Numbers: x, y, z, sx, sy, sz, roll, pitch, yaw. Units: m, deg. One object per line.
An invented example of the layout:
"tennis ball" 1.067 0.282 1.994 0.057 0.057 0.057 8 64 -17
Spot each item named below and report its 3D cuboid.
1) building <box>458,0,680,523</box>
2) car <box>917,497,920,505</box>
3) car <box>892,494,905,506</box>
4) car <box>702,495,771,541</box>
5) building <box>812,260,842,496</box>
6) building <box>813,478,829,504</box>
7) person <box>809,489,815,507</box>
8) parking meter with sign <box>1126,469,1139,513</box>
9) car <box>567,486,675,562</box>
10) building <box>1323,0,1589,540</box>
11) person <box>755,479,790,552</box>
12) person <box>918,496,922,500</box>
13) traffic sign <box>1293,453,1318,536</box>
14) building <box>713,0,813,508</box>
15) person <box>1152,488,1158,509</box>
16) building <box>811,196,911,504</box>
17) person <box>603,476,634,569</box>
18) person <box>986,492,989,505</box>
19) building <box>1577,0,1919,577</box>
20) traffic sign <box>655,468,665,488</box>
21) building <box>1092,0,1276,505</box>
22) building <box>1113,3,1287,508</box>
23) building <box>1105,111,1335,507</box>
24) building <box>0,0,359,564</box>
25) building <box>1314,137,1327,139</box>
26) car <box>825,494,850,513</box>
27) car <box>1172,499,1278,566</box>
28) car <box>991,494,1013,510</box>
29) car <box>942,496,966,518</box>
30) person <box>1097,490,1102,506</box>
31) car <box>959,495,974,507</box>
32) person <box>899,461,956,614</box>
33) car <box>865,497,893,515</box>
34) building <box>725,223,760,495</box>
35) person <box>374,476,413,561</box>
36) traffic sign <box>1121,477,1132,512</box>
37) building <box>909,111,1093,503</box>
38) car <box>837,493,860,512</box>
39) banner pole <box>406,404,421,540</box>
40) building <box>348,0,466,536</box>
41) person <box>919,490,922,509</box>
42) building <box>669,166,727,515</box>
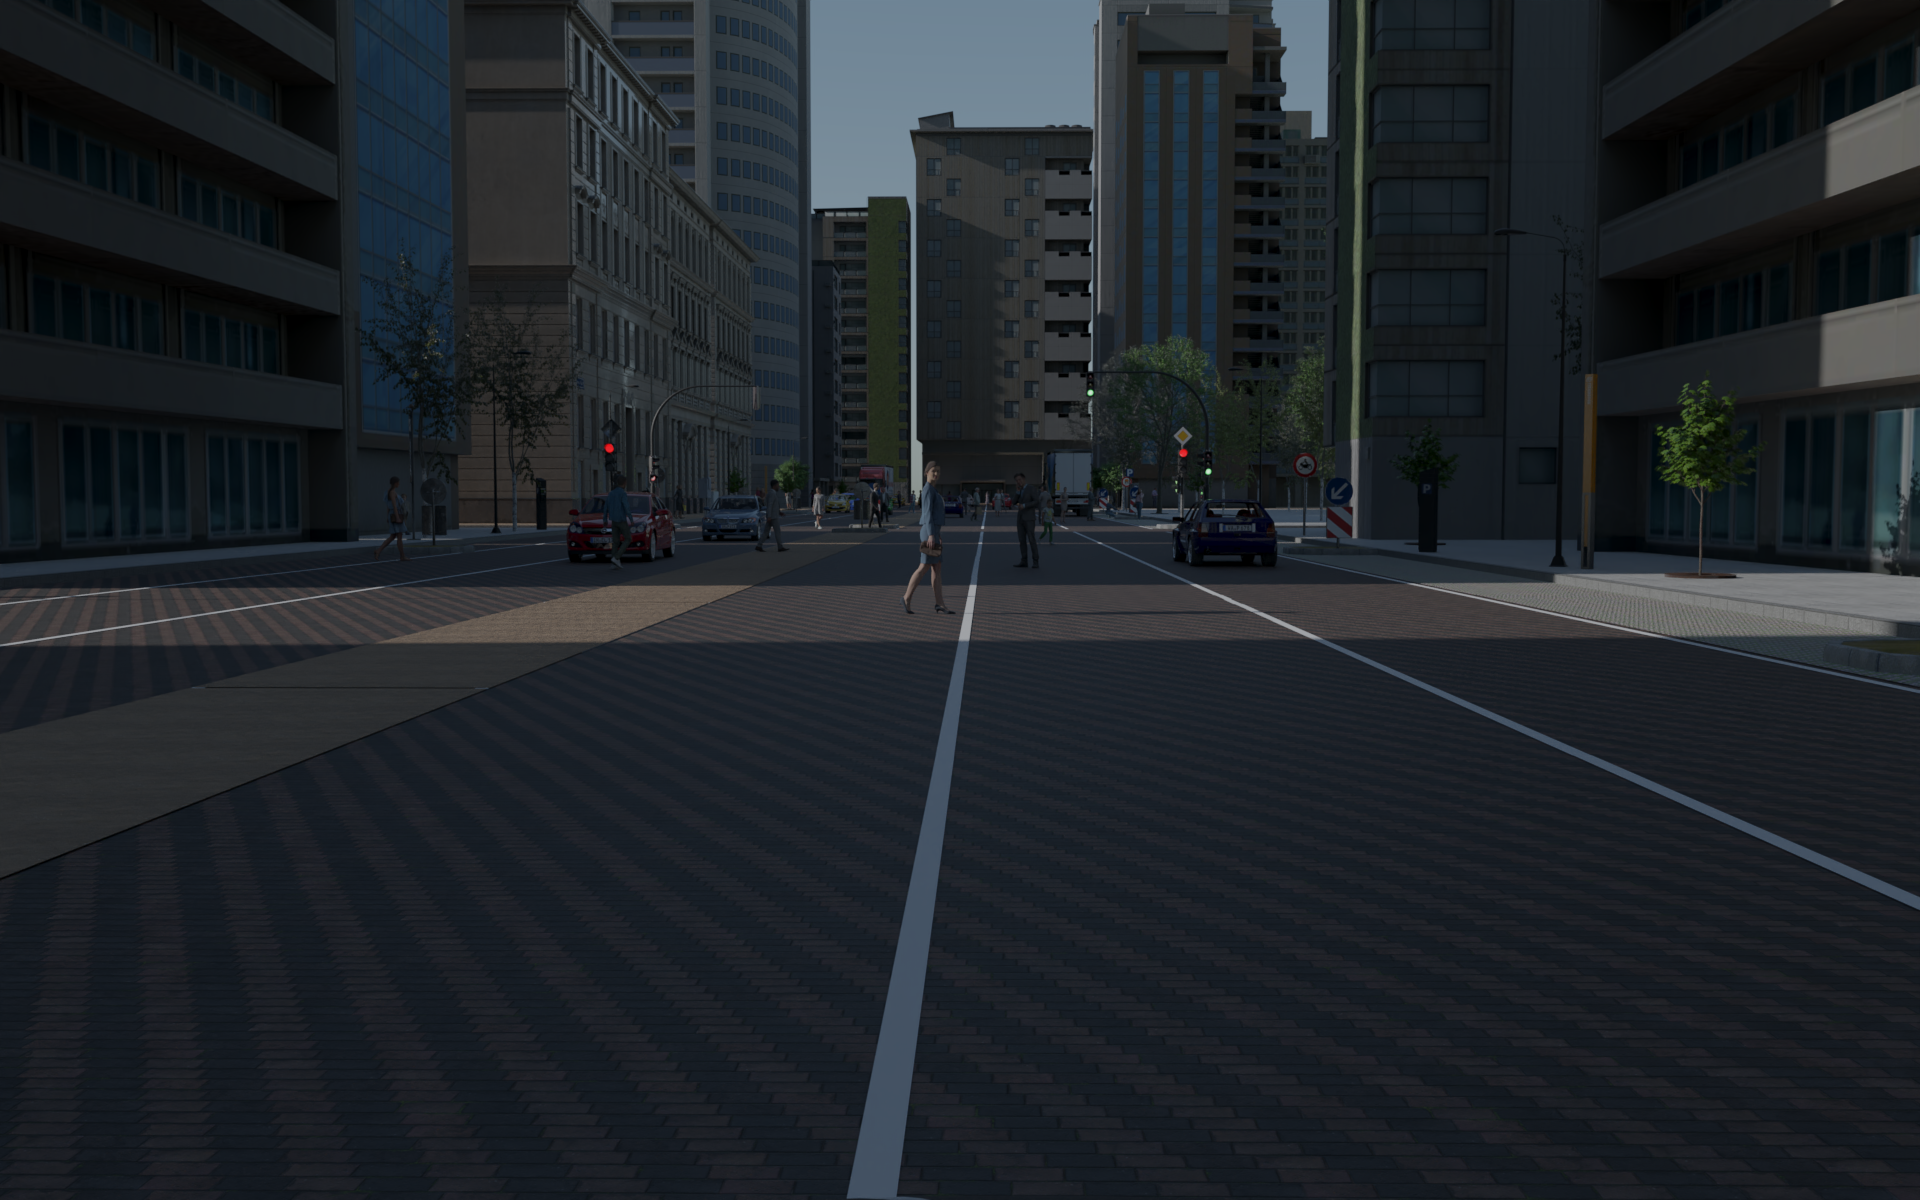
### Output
"building" -22.325 -17.712 86.851 12.463 27.353 25.104 0 4 1
"car" -4.494 -12.851 220.340 2.015 1.641 3.980 0 4 0
"car" -7.756 -12.553 215.470 2.015 1.641 3.980 0 4 2
"car" -6.995 -2.602 54.548 2.014 1.417 4.499 0 4 1
"building" -21.901 -27.082 214.498 14.107 30.474 14.160 0 4 1
"building" -30.841 -30.348 188.063 32.217 40.220 23.993 0 4 1
"person" -14.238 -9.856 167.865 0.721 1.739 1.217 -3 5 -41
"parking meter with sign" 11.898 -7.479 118.544 0.543 3.016 1.738 -1 4 -15
"car" -7.381 -1.766 37.915 2.155 1.783 4.494 0 4 -1
"building" 18.658 -22.658 54.057 14.154 41.232 14.086 0 4 1
"person" -4.634 -2.074 42.682 0.850 1.792 0.678 -1 4 -15
"person" -3.149 -9.090 157.260 1.348 1.807 0.705 2 4 24
"traffic sign" 10.641 -3.264 53.472 0.768 2.556 0.104 0 4 3
"building" -25.712 -37.854 160.919 21.231 58.520 28.212 0 4 1
"person" 17.376 -9.035 153.631 0.599 1.838 0.709 -2 4 -33
"building" -13.908 -34.030 239.990 14.086 41.232 14.154 0 4 1
"person" -6.517 -1.477 32.993 0.601 1.785 0.444 3 5 40
"person" 3.650 -13.387 228.049 0.621 1.740 0.551 -1 4 -19
"building" 24.454 -24.673 27.102 21.300 48.544 21.600 0 4 1
"traffic sign" -14.422 -5.041 82.532 0.768 2.556 0.104 1 4 9
"building" 26.302 -40.608 205.936 21.231 58.520 28.212 0 4 1
"building" 21.724 -31.204 160.301 14.600 45.320 14.200 0 4 1
"building" 31.535 -29.864 180.155 32.217 40.220 23.993 0 4 1
"building" -27.139 -25.170 35.238 21.300 48.544 21.600 0 4 1
"building" 44.714 -34.410 212.706 14.200 45.320 14.600 0 4 1
"car" -9.240 -7.372 130.754 2.015 1.641 3.980 0 4 0
"car" 5.404 -1.411 35.649 1.945 1.354 3.894 0 4 0
"car" 3.895 -9.239 160.096 2.155 1.783 4.494 0 4 3
"car" -0.631 -5.698 105.743 1.945 1.354 3.894 0 4 0
"person" 14.887 -10.850 184.381 0.436 1.711 0.756 -3 5 -39
"car" 0.637 -11.139 194.482 2.083 1.381 4.827 0 4 1
"person" -0.383 -0.744 20.681 0.654 1.822 0.581 1 4 21
"car" -5.539 -6.738 118.961 1.959 1.807 4.718 0 4 -1
"building" -21.666 -18.377 129.348 11.050 23.489 19.941 0 4 1
"person" -12.055 -1.726 36.817 0.778 1.811 0.616 -1 4 -22
"traffic sign" 12.026 -7.641 125.034 0.768 2.556 0.104 0 4 6
"building" 7.235 -40.213 246.721 27.495 52.752 28.713 0 4 1
"car" -8.986 -7.898 138.725 1.945 1.707 3.694 0 4 -1
"banner pole" -15.206 -3.547 48.009 0.401 3.779 0.863 -1 4 -10
"building" -25.029 -24.777 55.215 14.200 45.320 14.600 0 4 1
"person" -3.831 -9.699 167.036 0.705 1.831 1.348 0 4 -7
"building" -22.040 -17.160 109.448 11.050 23.489 19.941 0 4 1
